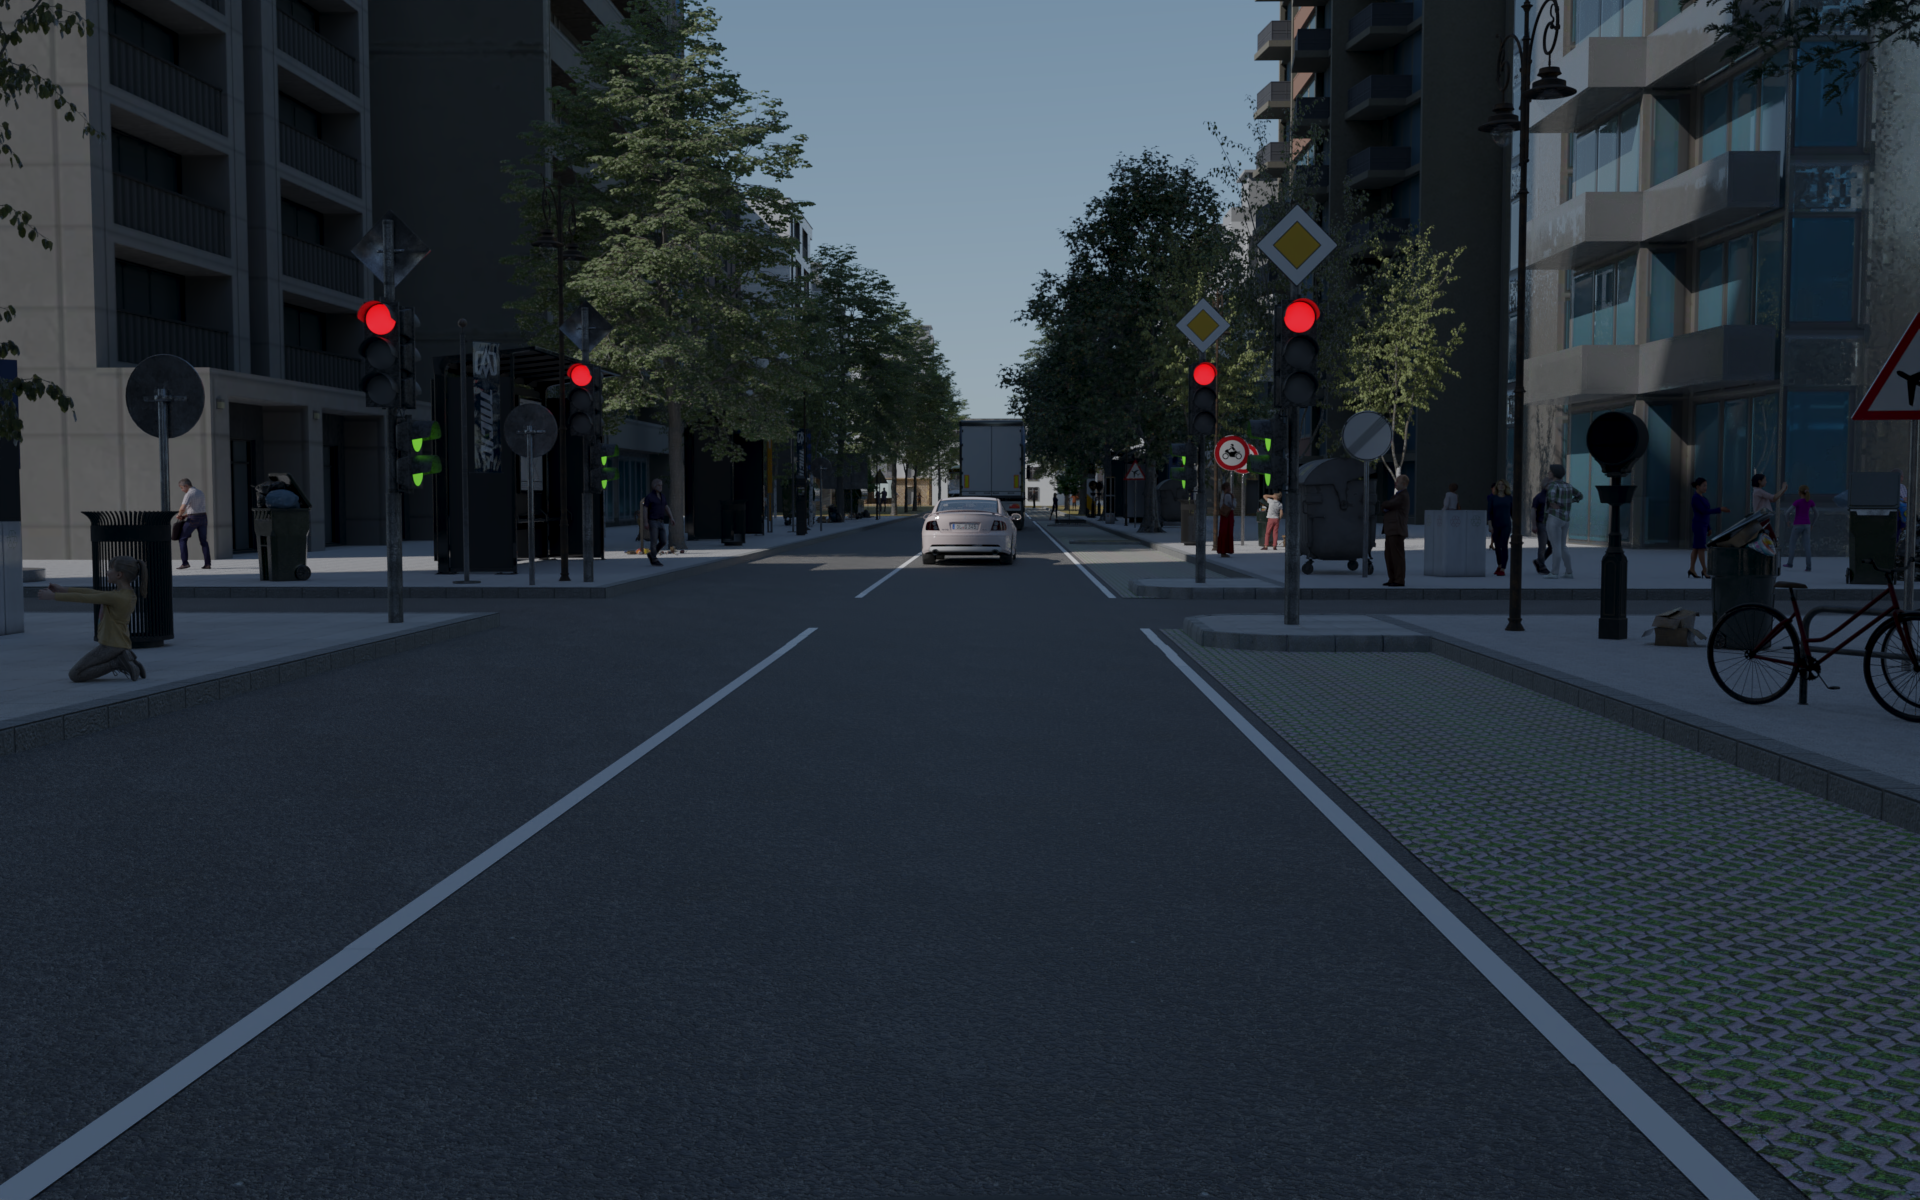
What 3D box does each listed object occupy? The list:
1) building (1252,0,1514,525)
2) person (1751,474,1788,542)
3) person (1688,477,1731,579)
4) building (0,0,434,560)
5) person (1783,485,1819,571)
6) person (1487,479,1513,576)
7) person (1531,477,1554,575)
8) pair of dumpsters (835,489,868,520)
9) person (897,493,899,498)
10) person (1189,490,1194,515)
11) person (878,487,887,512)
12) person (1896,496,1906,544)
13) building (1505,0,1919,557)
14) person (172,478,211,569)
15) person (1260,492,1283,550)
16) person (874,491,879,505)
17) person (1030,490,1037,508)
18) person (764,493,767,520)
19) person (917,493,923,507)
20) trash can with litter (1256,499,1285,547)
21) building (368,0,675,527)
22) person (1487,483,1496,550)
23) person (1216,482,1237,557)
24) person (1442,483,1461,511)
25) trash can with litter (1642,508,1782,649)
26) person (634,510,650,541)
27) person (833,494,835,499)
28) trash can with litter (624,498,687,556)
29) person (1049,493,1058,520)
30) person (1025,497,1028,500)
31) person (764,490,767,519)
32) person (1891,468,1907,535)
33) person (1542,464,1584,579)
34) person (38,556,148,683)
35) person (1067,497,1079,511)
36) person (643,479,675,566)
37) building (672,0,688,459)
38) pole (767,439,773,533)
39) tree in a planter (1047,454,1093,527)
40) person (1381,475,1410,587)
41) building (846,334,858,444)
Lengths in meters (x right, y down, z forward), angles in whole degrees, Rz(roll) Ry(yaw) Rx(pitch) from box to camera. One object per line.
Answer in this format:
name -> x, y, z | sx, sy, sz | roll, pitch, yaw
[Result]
building -> 26.166, -26.260, 83.980 | 22.147, 44.769, 28.867 | 0, 4, 2
person -> 14.386, -1.425, 30.808 | 0.517, 1.644, 0.566 | -2, 4, -29
person -> 11.351, -1.091, 26.259 | 0.546, 1.535, 0.453 | 1, 4, 17
building -> -24.422, -36.929, 42.047 | 20.563, 71.187, 20.611 | 0, 4, 2
person -> 13.917, -1.195, 28.811 | 0.726, 1.435, 0.776 | 0, 4, -4
person -> 8.519, -1.145, 27.309 | 0.480, 1.512, 0.613 | 0, 4, 0
person -> 9.369, -1.185, 27.630 | 0.569, 1.553, 0.471 | 0, 4, 7
pair of dumpsters -> -5.656, -5.294, 89.044 | 1.574, 2.255, 4.437 | 0, 4, 1
person -> -6.431, -10.007, 170.588 | 0.756, 1.711, 0.436 | 2, 4, 23
person -> 14.287, -6.090, 106.526 | 0.530, 1.710, 0.541 | -1, 4, -13
person -> -5.649, -7.313, 126.061 | 0.683, 1.767, 0.568 | -3, 5, -40
person -> 15.023, -1.193, 27.918 | 0.453, 1.535, 0.546 | 0, 4, -1
building -> 29.647, -25.892, 42.951 | 30.456, 49.044, 23.786 | 0, 4, 2
person -> -13.102, -1.299, 29.497 | 0.590, 1.554, 0.614 | 1, 4, 8
person -> 7.133, -1.815, 39.627 | 0.435, 1.345, 0.340 | -1, 4, -13
person -> -7.150, -8.718, 149.022 | 0.683, 1.767, 0.568 | 3, 5, 43
person -> 7.544, -10.291, 176.888 | 0.705, 1.807, 1.348 | -2, 4, -24
person -> -9.744, -4.703, 86.852 | 0.340, 1.345, 0.435 | -2, 4, -34
person -> -3.999, -9.908, 171.299 | 1.065, 1.426, 0.557 | -1, 4, -16
trash can with litter -> 7.741, -1.881, 42.138 | 1.055, 1.170, 0.624 | 1, 4, 18
building -> -23.254, -26.916, 63.781 | 21.300, 48.544, 21.600 | 0, 4, 2
person -> 12.176, -1.877, 39.106 | 0.453, 1.535, 0.546 | -3, 5, -43
person -> 5.393, -1.625, 35.072 | 0.387, 1.526, 0.523 | 0, 4, -7
person -> 10.693, -1.790, 37.775 | 0.523, 1.526, 0.387 | -2, 4, -31
trash can with litter -> 6.266, -0.187, 14.447 | 1.055, 1.170, 0.624 | 2, 4, 34
person -> -8.500, -2.021, 47.004 | 0.695, 0.859, 0.347 | 1, 4, 13
person -> -9.058, -7.564, 129.806 | 0.705, 1.812, 1.348 | 3, 5, 40
trash can with litter -> -6.432, -1.603, 37.270 | 1.678, 1.210, 2.233 | 1, 4, 19
person -> 5.131, -5.110, 94.592 | 0.613, 1.512, 0.480 | 2, 4, 28
person -> 6.139, -9.541, 167.751 | 1.065, 1.426, 0.557 | 1, 4, 14
person -> -10.083, -4.997, 88.566 | 0.655, 1.722, 0.431 | 2, 4, 26
person -> 15.747, -1.353, 29.106 | 0.436, 1.711, 0.756 | 0, 4, -7
person -> 9.077, -1.190, 26.229 | 0.841, 1.734, 0.376 | -2, 4, -34
person -> -5.946, 0.126, 11.901 | 0.695, 0.859, 0.347 | 0, 4, -8
person -> 8.536, -7.339, 129.290 | 1.065, 1.426, 0.557 | 1, 4, 9
person -> -5.372, -1.380, 30.807 | 0.569, 1.553, 0.471 | -1, 4, -19
building -> -21.166, -26.397, 81.697 | 14.600, 45.320, 14.200 | 0, 4, 2
pole -> -6.333, -3.898, 57.581 | 0.158, 3.312, 0.155 | 0, 3, 0
tree in a planter -> 4.851, -4.857, 76.634 | 1.991, 3.239, 1.994 | 0, 4, 2
person -> 6.021, -0.958, 23.980 | 0.388, 1.546, 0.482 | 0, 4, 7
building -> -16.140, -18.605, 160.610 | 11.380, 20.091, 16.016 | 0, 4, 2
